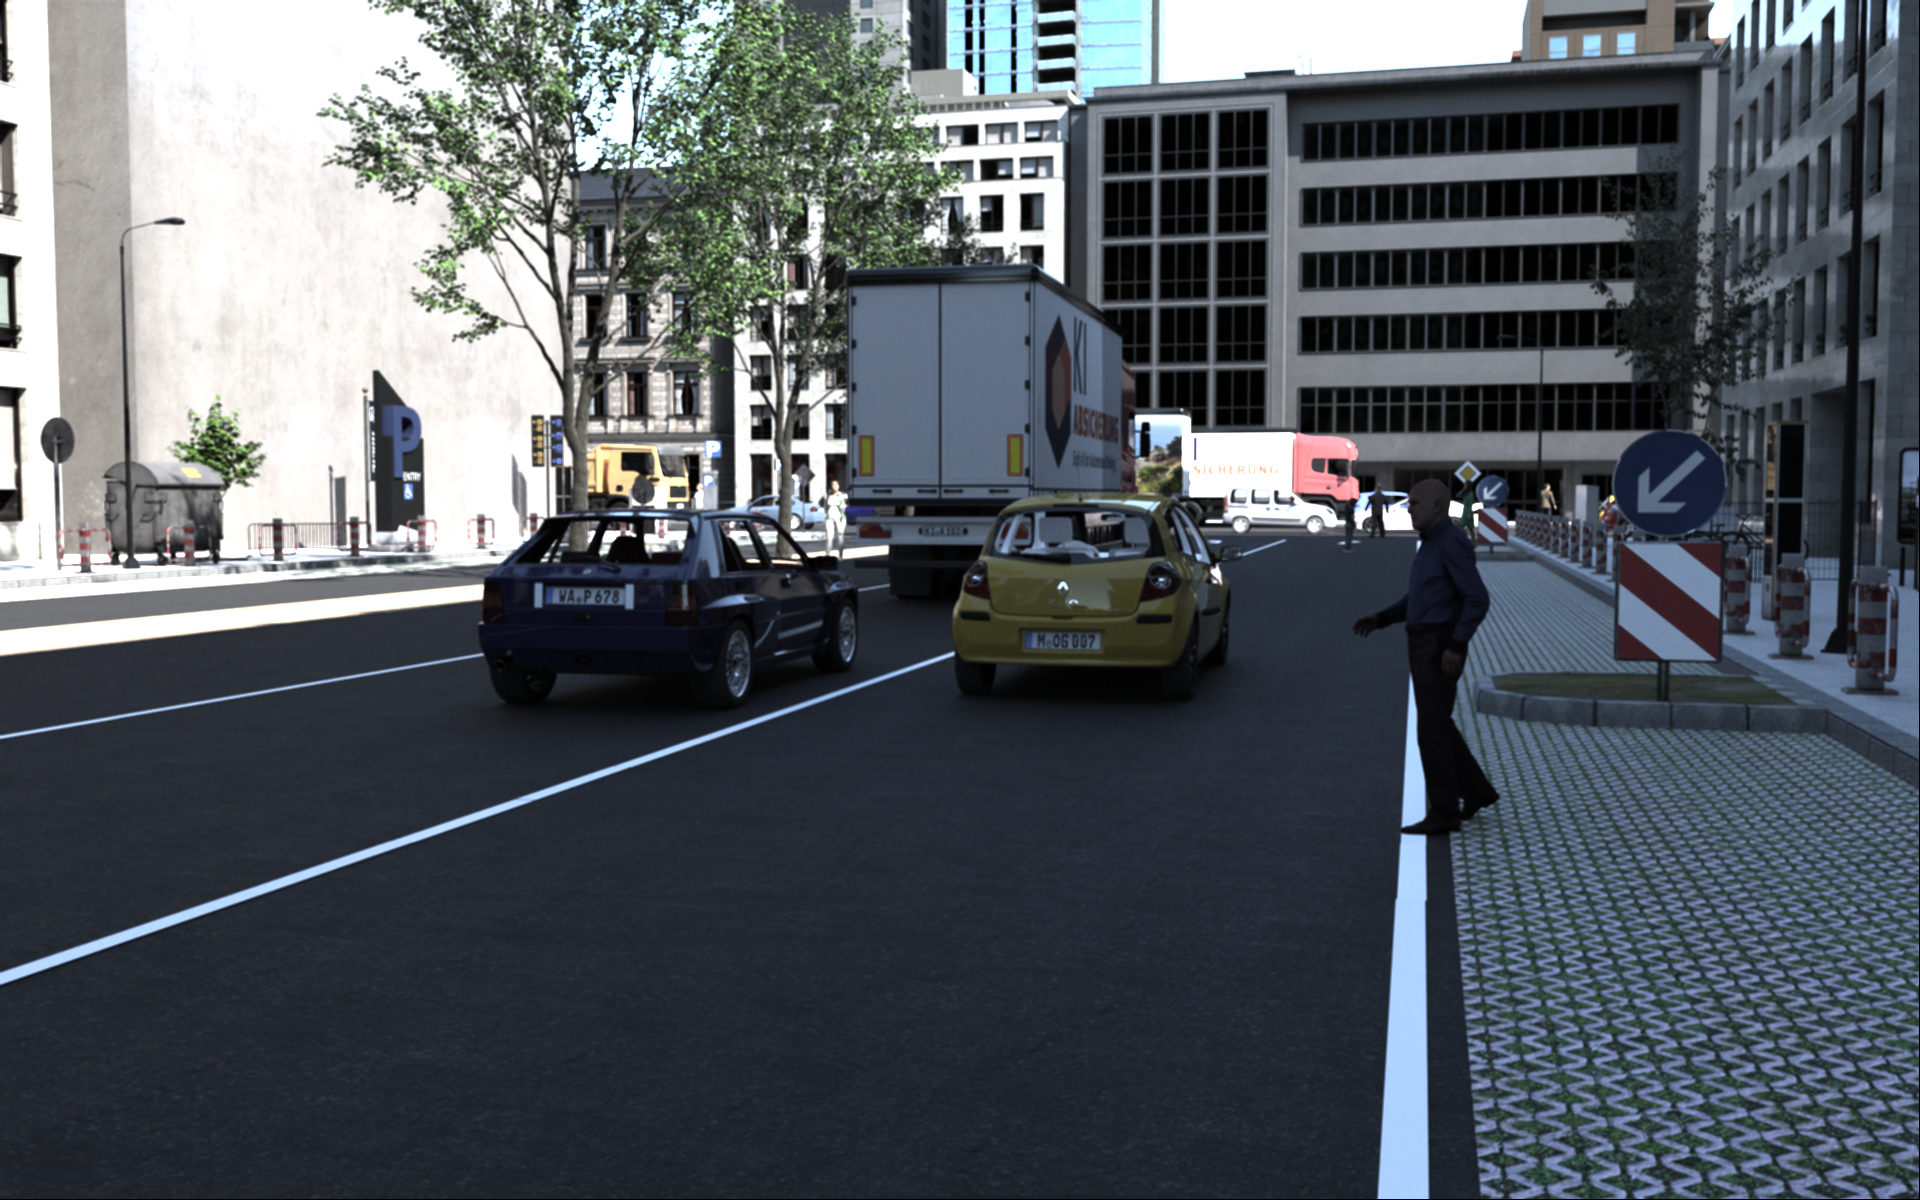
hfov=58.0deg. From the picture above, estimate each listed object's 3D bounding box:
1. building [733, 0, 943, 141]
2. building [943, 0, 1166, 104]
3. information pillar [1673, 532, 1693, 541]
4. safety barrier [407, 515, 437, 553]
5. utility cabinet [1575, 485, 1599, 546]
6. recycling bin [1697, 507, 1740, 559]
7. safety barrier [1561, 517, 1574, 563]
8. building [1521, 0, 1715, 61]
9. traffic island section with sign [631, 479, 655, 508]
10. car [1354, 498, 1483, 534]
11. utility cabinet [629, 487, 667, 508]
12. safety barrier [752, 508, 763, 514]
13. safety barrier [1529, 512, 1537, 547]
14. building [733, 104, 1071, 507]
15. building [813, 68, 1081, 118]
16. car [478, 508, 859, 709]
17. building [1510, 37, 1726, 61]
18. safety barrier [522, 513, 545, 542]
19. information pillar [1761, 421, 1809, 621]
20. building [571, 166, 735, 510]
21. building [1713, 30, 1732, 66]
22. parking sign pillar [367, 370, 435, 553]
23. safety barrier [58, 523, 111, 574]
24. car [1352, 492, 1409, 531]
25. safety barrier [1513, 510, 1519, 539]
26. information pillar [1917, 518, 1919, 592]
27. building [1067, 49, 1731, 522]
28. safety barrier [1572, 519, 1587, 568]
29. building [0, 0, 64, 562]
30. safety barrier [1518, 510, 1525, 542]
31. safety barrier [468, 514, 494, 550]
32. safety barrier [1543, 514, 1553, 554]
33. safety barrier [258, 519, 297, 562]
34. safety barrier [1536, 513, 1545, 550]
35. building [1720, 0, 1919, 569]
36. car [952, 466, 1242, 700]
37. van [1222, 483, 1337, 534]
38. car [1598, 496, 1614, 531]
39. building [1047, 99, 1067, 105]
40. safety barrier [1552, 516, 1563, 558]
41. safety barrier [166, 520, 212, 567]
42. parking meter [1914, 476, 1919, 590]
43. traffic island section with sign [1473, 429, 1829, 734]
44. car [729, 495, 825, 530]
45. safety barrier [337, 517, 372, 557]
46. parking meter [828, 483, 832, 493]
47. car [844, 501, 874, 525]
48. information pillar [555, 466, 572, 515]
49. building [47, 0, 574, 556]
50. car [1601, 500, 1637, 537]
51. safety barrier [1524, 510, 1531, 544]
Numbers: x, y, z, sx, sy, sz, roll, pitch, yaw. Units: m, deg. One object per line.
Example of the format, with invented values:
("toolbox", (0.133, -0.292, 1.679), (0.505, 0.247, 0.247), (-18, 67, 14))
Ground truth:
("building", (-13.565, -47.039, 207.344), (20.611, 71.187, 20.563), (1, 4, 15))
("building", (11.161, -54.238, 199.458), (31.000, 86.520, 22.319), (1, 4, 15))
("information pillar", (10.561, -1.281, 25.434), (0.304, 2.012, 0.304), (-3, 5, -43))
("safety barrier", (-11.646, -1.420, 37.495), (0.300, 0.817, 1.120), (1, 4, 15))
("utility cabinet", (15.467, -2.081, 42.697), (0.318, 1.500, 1.173), (0, 4, 7))
("recycling bin", (14.337, -1.236, 32.763), (0.722, 1.027, 0.722), (2, 4, 26))
("safety barrier", (11.516, -1.110, 32.431), (0.300, 0.817, 1.120), (1, 4, 15))
("building", (55.134, -30.432, 147.671), (14.600, 45.320, 14.200), (1, 4, 15))
("traffic island section with sign", (-8.189, -2.137, 43.568), (1.989, 1.847, 2.006), (1, 4, 15))
("car", (16.524, -3.090, 62.889), (4.827, 1.381, 2.083), (1, 4, 15))
("utility cabinet", (-9.922, -2.839, 55.100), (1.173, 1.500, 0.318), (-3, 4, -37))
("safety barrier", (-6.616, -2.578, 56.418), (0.300, 0.817, 1.120), (1, 4, 15))
("safety barrier", (14.026, -1.688, 41.872), (0.300, 0.817, 1.120), (1, 4, 15))
("building", (-1.978, -14.416, 90.457), (16.860, 20.320, 10.420), (1, 4, 15))
("building", (0.269, -28.778, 162.403), (32.217, 40.220, 23.993), (1, 4, 15))
("car", (-2.001, -0.027, 13.028), (1.945, 1.354, 3.894), (1, 4, 13))
("building", (63.983, -31.374, 167.582), (22.147, 44.769, 28.867), (1, 4, 15))
("safety barrier", (-10.390, -1.709, 42.225), (0.300, 0.817, 1.120), (1, 4, 15))
("information pillar", (8.349, -0.798, 17.541), (0.304, 2.012, 0.304), (0, 4, 6))
("building", (-20.132, -14.142, 95.842), (19.286, 19.102, 10.561), (1, 4, 15))
("building", (47.784, -17.174, 78.054), (25.104, 27.353, 12.463), (1, 4, 15))
("parking sign pillar", (-12.429, -3.055, 38.416), (1.447, 3.967, 1.447), (1, 4, 15))
("safety barrier", (-14.159, -0.842, 28.035), (0.300, 0.817, 1.120), (1, 4, 15))
("car", (16.874, -3.499, 66.799), (3.694, 1.707, 1.945), (1, 4, 14))
("safety barrier", (15.913, -2.122, 48.971), (0.300, 0.817, 1.120), (1, 4, 15))
("information pillar", (12.732, -1.105, 22.561), (0.304, 2.012, 0.304), (-2, 4, -27))
("building", (21.194, -16.338, 86.193), (30.058, 24.678, 14.314), (1, 4, 15))
("safety barrier", (10.891, -0.966, 30.064), (0.300, 0.817, 1.120), (1, 4, 15))
("building", (-24.806, -10.518, 26.715), (10.420, 20.320, 16.860), (1, 4, 15))
("safety barrier", (15.287, -1.978, 46.612), (0.300, 0.817, 1.120), (1, 4, 15))
("safety barrier", (-11.019, -1.565, 39.858), (0.300, 0.817, 1.120), (1, 4, 15))
("safety barrier", (12.775, -1.399, 37.152), (0.300, 0.817, 1.120), (1, 4, 15))
("safety barrier", (-12.902, -1.131, 32.766), (0.300, 0.817, 1.120), (1, 4, 15))
("safety barrier", (13.400, -1.544, 39.512), (0.300, 0.817, 1.120), (1, 4, 15))
("building", (22.902, -11.070, 35.739), (10.420, 20.320, 16.860), (1, 4, 15))
("car", (1.157, -0.208, 13.622), (2.015, 1.641, 3.980), (1, 4, 14))
("van", (11.675, -3.442, 63.296), (4.112, 2.044, 2.013), (1, 4, 13))
("car", (26.767, -3.491, 67.306), (3.980, 1.641, 2.015), (1, 4, 15))
("building", (14.151, -30.293, 178.891), (14.154, 41.232, 14.086), (1, 4, 15))
("safety barrier", (12.148, -1.255, 34.789), (0.300, 0.817, 1.120), (1, 4, 15))
("safety barrier", (-13.528, -0.987, 30.407), (0.300, 0.817, 1.120), (1, 4, 15))
("parking meter", (13.046, -0.908, 23.260), (0.372, 1.533, 0.369), (0, 3, 0))
("traffic island section with sign", (4.450, -0.171, 11.429), (1.989, 1.847, 2.006), (1, 4, 15))
("car", (-7.718, -3.613, 71.067), (4.499, 1.417, 2.014), (1, 4, 15))
("safety barrier", (-12.278, -1.276, 35.132), (0.300, 0.817, 1.120), (1, 4, 15))
("parking meter", (-6.232, -4.804, 84.259), (0.255, 1.863, 0.399), (-3, 5, -45))
("car", (-3.983, -4.100, 79.613), (3.894, 1.354, 1.945), (1, 4, 16))
("information pillar", (-10.289, -2.476, 44.976), (0.304, 2.012, 0.304), (2, 4, 32))
("building", (-30.989, -14.942, 48.817), (34.151, 26.468, 19.350), (1, 4, 15))
("car", (23.542, -2.941, 57.119), (4.494, 1.783, 2.155), (1, 4, 13))
("safety barrier", (14.654, -1.832, 44.231), (0.300, 0.817, 1.120), (1, 4, 15))
